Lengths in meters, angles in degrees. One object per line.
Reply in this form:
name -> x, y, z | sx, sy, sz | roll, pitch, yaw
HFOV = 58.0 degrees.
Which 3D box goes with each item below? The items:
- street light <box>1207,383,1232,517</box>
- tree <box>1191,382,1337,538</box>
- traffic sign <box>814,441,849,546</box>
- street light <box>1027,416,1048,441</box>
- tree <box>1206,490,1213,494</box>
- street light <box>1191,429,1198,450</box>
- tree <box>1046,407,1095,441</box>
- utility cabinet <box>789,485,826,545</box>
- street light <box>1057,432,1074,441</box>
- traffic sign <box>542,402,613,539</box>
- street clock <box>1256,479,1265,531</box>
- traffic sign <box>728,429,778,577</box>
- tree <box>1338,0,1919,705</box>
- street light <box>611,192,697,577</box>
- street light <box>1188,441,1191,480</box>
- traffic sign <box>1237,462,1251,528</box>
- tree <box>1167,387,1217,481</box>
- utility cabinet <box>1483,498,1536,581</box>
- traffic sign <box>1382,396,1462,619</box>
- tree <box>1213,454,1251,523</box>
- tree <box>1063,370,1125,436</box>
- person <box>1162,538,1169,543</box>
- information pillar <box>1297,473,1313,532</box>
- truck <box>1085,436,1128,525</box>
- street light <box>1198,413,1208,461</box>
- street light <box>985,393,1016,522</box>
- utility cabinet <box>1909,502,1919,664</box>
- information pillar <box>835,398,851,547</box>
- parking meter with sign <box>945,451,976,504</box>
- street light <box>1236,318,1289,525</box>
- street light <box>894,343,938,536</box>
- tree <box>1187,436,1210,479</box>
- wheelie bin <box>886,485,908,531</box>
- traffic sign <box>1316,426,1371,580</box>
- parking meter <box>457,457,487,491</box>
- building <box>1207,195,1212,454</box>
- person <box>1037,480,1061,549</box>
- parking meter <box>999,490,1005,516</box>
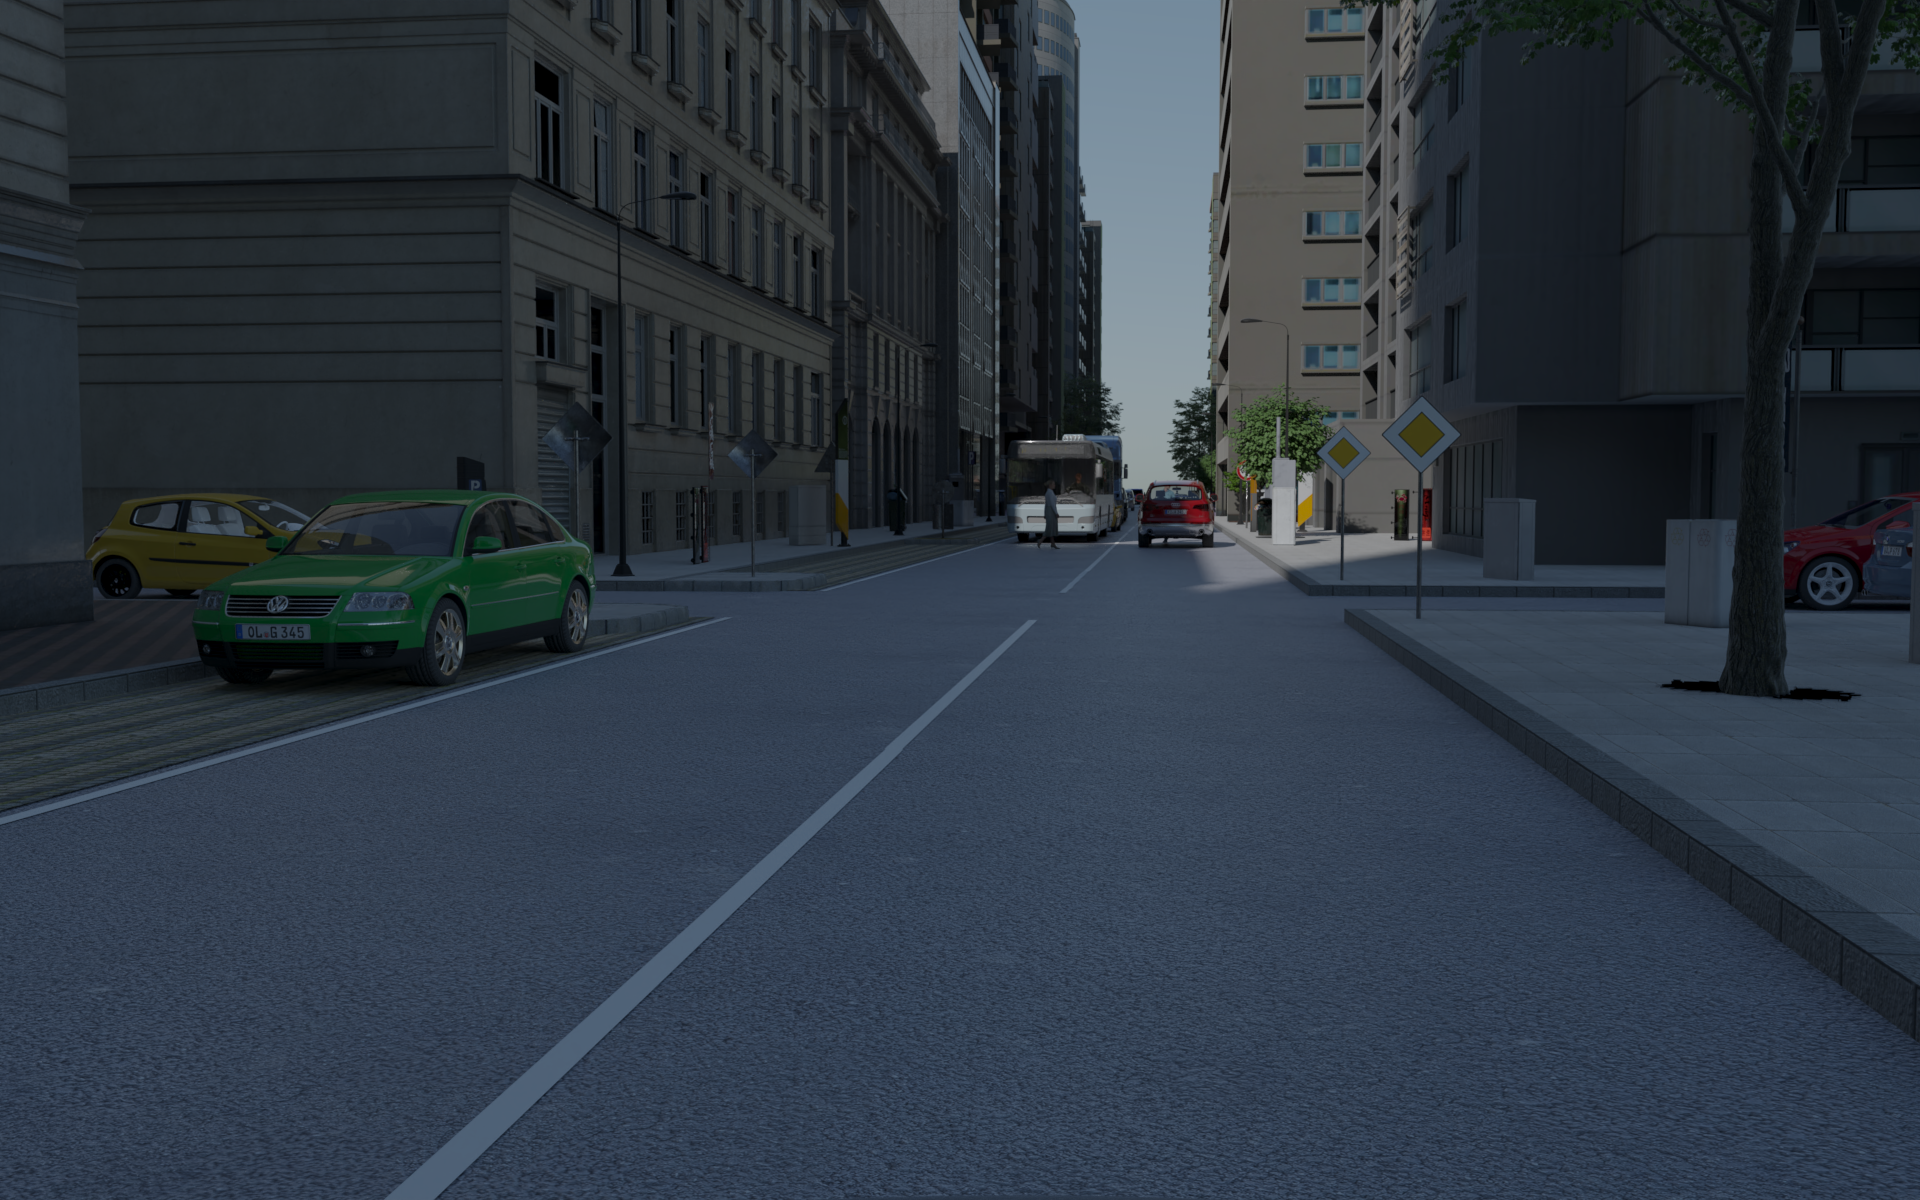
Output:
street light -> 11.215, -6.109, 72.430 | 1.470, 5.913, 1.316 | 0, 4, 7
tree -> 9.324, -4.095, 50.670 | 4.285, 4.588, 4.351 | 0, 3, 0
traffic sign -> -3.159, -2.608, 42.640 | 0.884, 2.594, 0.081 | 1, 4, 10
street light -> 4.539, -8.001, 103.360 | 1.470, 5.913, 1.316 | 0, 4, 7
tree -> 20.504, -8.739, 137.483 | 1.663, 3.219, 1.824 | 0, 3, 0
street light -> 17.277, -9.183, 122.690 | 1.470, 5.913, 1.316 | 0, 4, 7
tree -> 9.406, -11.981, 146.243 | 4.737, 8.622, 4.395 | 0, 3, 0
utility cabinet -> -3.828, -2.125, 43.421 | 0.318, 1.500, 1.173 | 2, 4, 31
street light -> 7.866, -9.627, 129.936 | 1.470, 5.913, 1.316 | 0, 4, 7
traffic sign -> -4.162, -0.930, 18.851 | 0.795, 2.450, 0.064 | 0, 4, 7
street clock -> 10.449, -3.414, 60.390 | 0.471, 2.002, 0.358 | -3, 5, -45
traffic sign -> -3.203, -1.415, 26.779 | 0.795, 2.450, 0.064 | 0, 4, 7
tree -> 5.282, -5.198, 10.750 | 9.928, 11.665, 9.643 | 0, 3, 0
street light -> -4.734, -3.320, 26.816 | 1.470, 5.913, 1.316 | 0, 4, 7
street light -> 20.527, -10.809, 149.276 | 1.470, 5.913, 1.316 | 0, 4, 7
traffic sign -> 10.721, -3.951, 64.700 | 0.768, 2.556, 0.104 | 1, 4, 11
tree -> 25.359, -16.170, 182.509 | 7.486, 12.596, 7.792 | 0, 3, 0
utility cabinet -> 8.286, -0.916, 26.132 | 0.306, 1.237, 1.020 | -1, 4, -12
traffic sign -> 4.715, -0.863, 17.760 | 0.795, 2.450, 0.064 | 0, 4, 7
tree -> 12.628, -5.130, 78.471 | 1.663, 3.219, 1.824 | 0, 3, 0
tree -> 12.108, -16.603, 178.111 | 9.857, 13.997, 8.962 | 0, 3, 0
person -> 6.126, -2.621, 51.218 | 0.638, 1.841, 0.748 | 2, 4, 30
information pillar -> 11.680, -4.113, 58.595 | 0.504, 3.616, 0.183 | 1, 4, 18
truck -> 6.932, -5.865, 85.649 | 2.967, 4.110, 18.799 | 0, 4, 6
street light -> 14.491, -7.735, 99.012 | 1.470, 5.913, 1.316 | 0, 4, 7
street light -> 1.883, -6.577, 80.081 | 1.470, 5.913, 1.316 | 0, 4, 7
utility cabinet -> 7.742, -0.119, 13.104 | 1.020, 1.237, 0.306 | -1, 4, -10
information pillar -> -2.859, -3.098, 42.005 | 0.183, 3.616, 0.504 | 2, 4, 27
parking meter with sign -> -0.236, -4.529, 70.307 | 1.738, 3.016, 0.543 | -2, 4, -27
street light -> 8.100, -4.482, 45.828 | 1.470, 5.913, 1.316 | 0, 4, 7
street light -> -1.366, -4.951, 53.495 | 1.470, 5.913, 1.316 | 0, 4, 7
tree -> 29.133, -15.898, 210.286 | 4.737, 8.622, 4.395 | 0, 3, 0
wheelie bin -> -2.168, -3.167, 59.691 | 0.693, 1.594, 0.980 | 0, 4, 4
traffic sign -> 5.674, -1.348, 25.688 | 0.795, 2.450, 0.064 | 0, 4, 7
parking meter -> -7.680, -1.318, 27.268 | 0.255, 1.863, 0.399 | 3, 5, 43
building -> 45.882, -35.944, 242.310 | 22.147, 44.769, 28.867 | 0, 4, 7
person -> 2.301, -2.225, 45.108 | 0.641, 1.798, 0.478 | 0, 4, 4
parking meter -> 2.453, -5.682, 101.308 | 0.372, 1.533, 0.369 | 0, 3, 0
